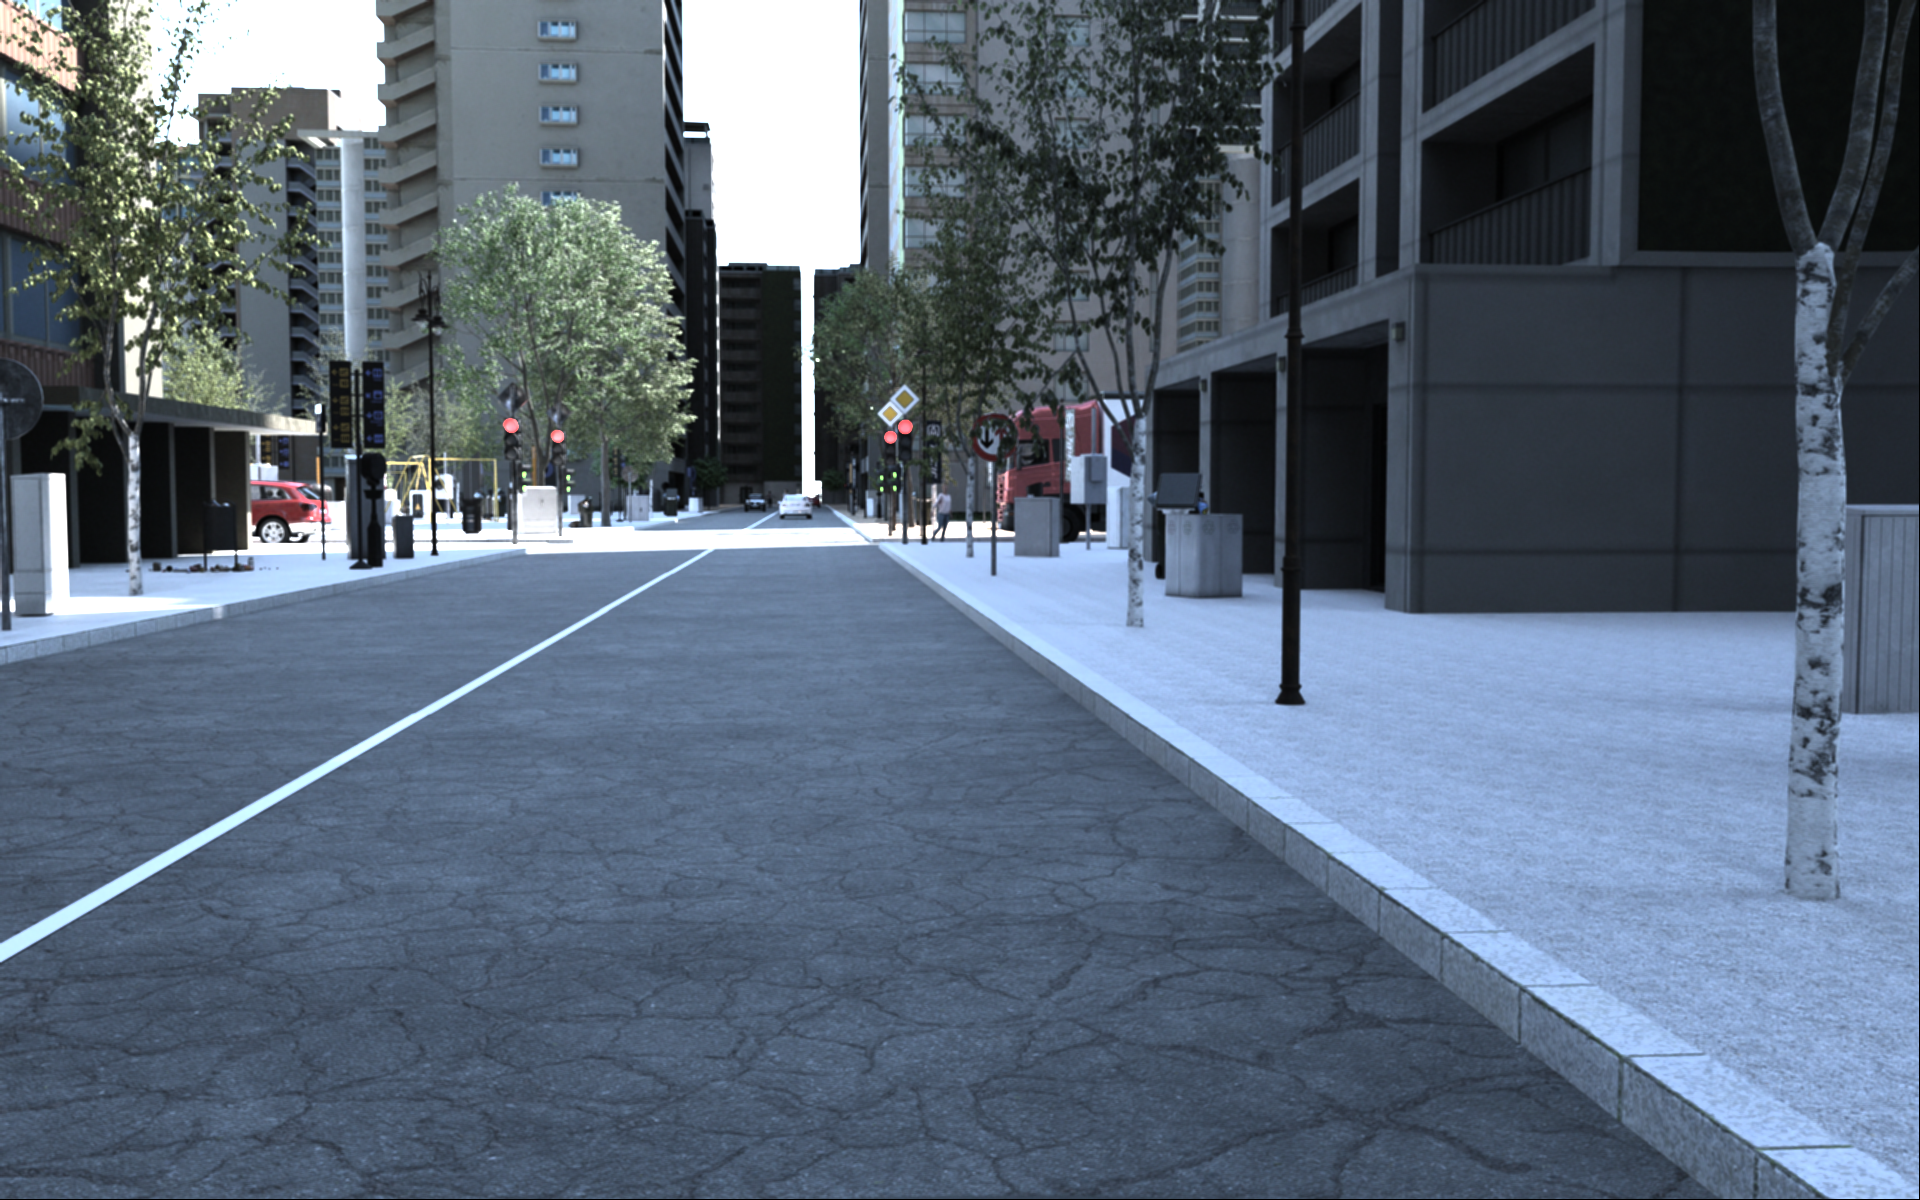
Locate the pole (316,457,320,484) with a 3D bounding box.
[{"bbox_3d":[-35.379,-6.219,95.530,0.158,3.312,0.155,0,3,0],"label":"pole"}]

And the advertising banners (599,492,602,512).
[{"bbox_3d":[-24.939,-7.672,121.619,0.090,3.025,2.074,1,4,9],"label":"advertising banners"}]

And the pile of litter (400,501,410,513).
[{"bbox_3d":[-36.905,-6.234,115.887,1.719,0.858,1.176,1,4,22],"label":"pile of litter"}]

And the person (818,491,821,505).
[{"bbox_3d":[-16.213,-11.639,199.461,0.621,1.740,0.551,-1,4,-17],"label":"person"}]

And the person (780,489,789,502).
[{"bbox_3d":[-12.251,-6.834,120.586,0.716,1.782,0.532,2,4,32],"label":"person"}]

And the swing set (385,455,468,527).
[{"bbox_3d":[-21.852,-4.439,70.191,2.862,2.851,3.119,-2,4,-28],"label":"swing set"}]

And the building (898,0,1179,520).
[{"bbox_3d":[3.615,-25.055,93.245,14.154,41.232,14.086,0,4,-5],"label":"building"}]

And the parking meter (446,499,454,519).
[{"bbox_3d":[-26.481,-4.983,89.880,0.372,1.533,0.369,0,3,0],"label":"parking meter"}]

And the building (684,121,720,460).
[{"bbox_3d":[-33.872,-31.076,191.692,14.086,41.232,14.154,0,4,-5],"label":"building"}]

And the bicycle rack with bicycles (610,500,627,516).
[{"bbox_3d":[-19.821,-5.412,101.861,2.852,0.926,2.925,-1,4,-17],"label":"bicycle rack with bicycles"}]

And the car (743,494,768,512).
[{"bbox_3d":[-16.732,-8.056,141.500,2.009,1.686,4.222,0,4,-6],"label":"car"}]

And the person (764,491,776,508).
[{"bbox_3d":[-20.205,-10.697,184.127,1.217,1.736,0.721,-1,4,-17],"label":"person"}]

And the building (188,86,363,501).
[{"bbox_3d":[-73.273,-32.867,187.491,14.200,45.320,14.600,0,4,-5],"label":"building"}]

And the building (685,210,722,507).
[{"bbox_3d":[-31.784,-24.623,174.286,14.160,30.474,14.107,0,4,-5],"label":"building"}]

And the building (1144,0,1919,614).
[{"bbox_3d":[14.591,-35.691,21.797,20.563,71.187,20.611,0,4,-5],"label":"building"}]

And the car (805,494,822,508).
[{"bbox_3d":[-15.562,-10.563,181.750,2.155,1.783,4.494,0,4,-3],"label":"car"}]

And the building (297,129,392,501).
[{"bbox_3d":[-52.398,-29.923,181.122,23.993,40.220,32.217,0,4,-5],"label":"building"}]

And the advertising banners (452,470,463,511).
[{"bbox_3d":[-35.717,-7.778,123.364,0.090,3.025,2.074,1,4,9],"label":"advertising banners"}]

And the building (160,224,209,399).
[{"bbox_3d":[-87.430,-25.423,187.367,14.107,30.474,14.160,0,4,-5],"label":"building"}]

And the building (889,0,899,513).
[{"bbox_3d":[2.503,-28.446,115.209,14.600,45.320,14.200,0,4,-5],"label":"building"}]

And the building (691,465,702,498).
[{"bbox_3d":[-34.009,-43.866,155.458,20.563,71.187,20.611,0,4,-5],"label":"building"}]

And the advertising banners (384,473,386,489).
[{"bbox_3d":[-33.349,-6.338,99.821,0.090,3.025,2.074,0,4,-1],"label":"advertising banners"}]

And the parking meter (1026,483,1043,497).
[{"bbox_3d":[1.634,-1.815,38.091,0.372,1.533,0.369,0,3,0],"label":"parking meter"}]

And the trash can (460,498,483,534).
[{"bbox_3d":[-15.698,-2.694,55.694,0.748,1.137,0.748,0,3,0],"label":"trash can"}]

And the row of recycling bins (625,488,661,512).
[{"bbox_3d":[-22.793,-7.155,124.098,3.534,1.692,1.069,3,4,37],"label":"row of recycling bins"}]

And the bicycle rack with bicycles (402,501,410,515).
[{"bbox_3d":[-30.295,-4.897,93.446,2.852,0.926,2.925,0,4,-3],"label":"bicycle rack with bicycles"}]

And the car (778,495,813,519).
[{"bbox_3d":[-9.593,-5.424,101.039,2.083,1.381,4.827,0,4,-6],"label":"car"}]

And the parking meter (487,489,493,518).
[{"bbox_3d":[-25.610,-5.248,94.223,0.372,1.533,0.369,0,3,0],"label":"parking meter"}]

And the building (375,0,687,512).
[{"bbox_3d":[-32.944,-31.278,135.096,21.300,48.544,21.600,0,4,-5],"label":"building"}]

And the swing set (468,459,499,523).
[{"bbox_3d":[-21.965,-4.855,76.997,3.119,2.851,2.862,-1,4,-18],"label":"swing set"}]

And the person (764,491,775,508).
[{"bbox_3d":[-20.086,-10.606,182.622,1.217,1.736,0.721,-1,4,-20],"label":"person"}]

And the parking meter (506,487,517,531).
[{"bbox_3d":[-15.616,-3.180,60.411,0.372,1.533,0.369,0,3,0],"label":"parking meter"}]

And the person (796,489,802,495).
[{"bbox_3d":[-10.365,-6.363,113.210,0.598,1.740,0.731,3,5,43],"label":"person"}]

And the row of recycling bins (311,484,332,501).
[{"bbox_3d":[-26.045,-3.863,70.279,1.069,1.692,3.534,-1,4,-17],"label":"row of recycling bins"}]

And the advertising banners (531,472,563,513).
[{"bbox_3d":[-24.702,-6.557,103.394,2.074,3.025,0.090,1,4,13],"label":"advertising banners"}]

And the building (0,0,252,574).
[{"bbox_3d":[-28.743,-22.884,28.776,28.867,44.769,22.147,0,4,-5],"label":"building"}]

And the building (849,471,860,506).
[{"bbox_3d":[-1.824,-45.980,190.031,20.563,71.187,20.611,0,4,-5],"label":"building"}]

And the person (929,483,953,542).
[{"bbox_3d":[-0.594,-2.327,47.225,0.598,1.740,0.731,2,4,32],"label":"person"}]

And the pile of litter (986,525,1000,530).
[{"bbox_3d":[1.645,-2.916,61.644,1.176,0.858,1.719,-2,4,-30],"label":"pile of litter"}]

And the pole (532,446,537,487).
[{"bbox_3d":[-18.093,-4.882,73.669,0.158,3.312,0.155,0,3,0],"label":"pole"}]

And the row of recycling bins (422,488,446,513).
[{"bbox_3d":[-36.768,-6.980,121.239,1.069,1.692,3.534,0,4,0],"label":"row of recycling bins"}]

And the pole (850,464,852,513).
[{"bbox_3d":[-7.265,-7.458,115.787,0.158,3.312,0.155,0,3,0],"label":"pole"}]

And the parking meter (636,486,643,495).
[{"bbox_3d":[-19.414,-6.066,104.886,0.255,1.863,0.399,-3,5,-39],"label":"parking meter"}]

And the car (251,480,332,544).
[{"bbox_3d":[-20.076,-2.379,47.568,5.304,1.827,2.281,0,4,-3],"label":"car"}]
